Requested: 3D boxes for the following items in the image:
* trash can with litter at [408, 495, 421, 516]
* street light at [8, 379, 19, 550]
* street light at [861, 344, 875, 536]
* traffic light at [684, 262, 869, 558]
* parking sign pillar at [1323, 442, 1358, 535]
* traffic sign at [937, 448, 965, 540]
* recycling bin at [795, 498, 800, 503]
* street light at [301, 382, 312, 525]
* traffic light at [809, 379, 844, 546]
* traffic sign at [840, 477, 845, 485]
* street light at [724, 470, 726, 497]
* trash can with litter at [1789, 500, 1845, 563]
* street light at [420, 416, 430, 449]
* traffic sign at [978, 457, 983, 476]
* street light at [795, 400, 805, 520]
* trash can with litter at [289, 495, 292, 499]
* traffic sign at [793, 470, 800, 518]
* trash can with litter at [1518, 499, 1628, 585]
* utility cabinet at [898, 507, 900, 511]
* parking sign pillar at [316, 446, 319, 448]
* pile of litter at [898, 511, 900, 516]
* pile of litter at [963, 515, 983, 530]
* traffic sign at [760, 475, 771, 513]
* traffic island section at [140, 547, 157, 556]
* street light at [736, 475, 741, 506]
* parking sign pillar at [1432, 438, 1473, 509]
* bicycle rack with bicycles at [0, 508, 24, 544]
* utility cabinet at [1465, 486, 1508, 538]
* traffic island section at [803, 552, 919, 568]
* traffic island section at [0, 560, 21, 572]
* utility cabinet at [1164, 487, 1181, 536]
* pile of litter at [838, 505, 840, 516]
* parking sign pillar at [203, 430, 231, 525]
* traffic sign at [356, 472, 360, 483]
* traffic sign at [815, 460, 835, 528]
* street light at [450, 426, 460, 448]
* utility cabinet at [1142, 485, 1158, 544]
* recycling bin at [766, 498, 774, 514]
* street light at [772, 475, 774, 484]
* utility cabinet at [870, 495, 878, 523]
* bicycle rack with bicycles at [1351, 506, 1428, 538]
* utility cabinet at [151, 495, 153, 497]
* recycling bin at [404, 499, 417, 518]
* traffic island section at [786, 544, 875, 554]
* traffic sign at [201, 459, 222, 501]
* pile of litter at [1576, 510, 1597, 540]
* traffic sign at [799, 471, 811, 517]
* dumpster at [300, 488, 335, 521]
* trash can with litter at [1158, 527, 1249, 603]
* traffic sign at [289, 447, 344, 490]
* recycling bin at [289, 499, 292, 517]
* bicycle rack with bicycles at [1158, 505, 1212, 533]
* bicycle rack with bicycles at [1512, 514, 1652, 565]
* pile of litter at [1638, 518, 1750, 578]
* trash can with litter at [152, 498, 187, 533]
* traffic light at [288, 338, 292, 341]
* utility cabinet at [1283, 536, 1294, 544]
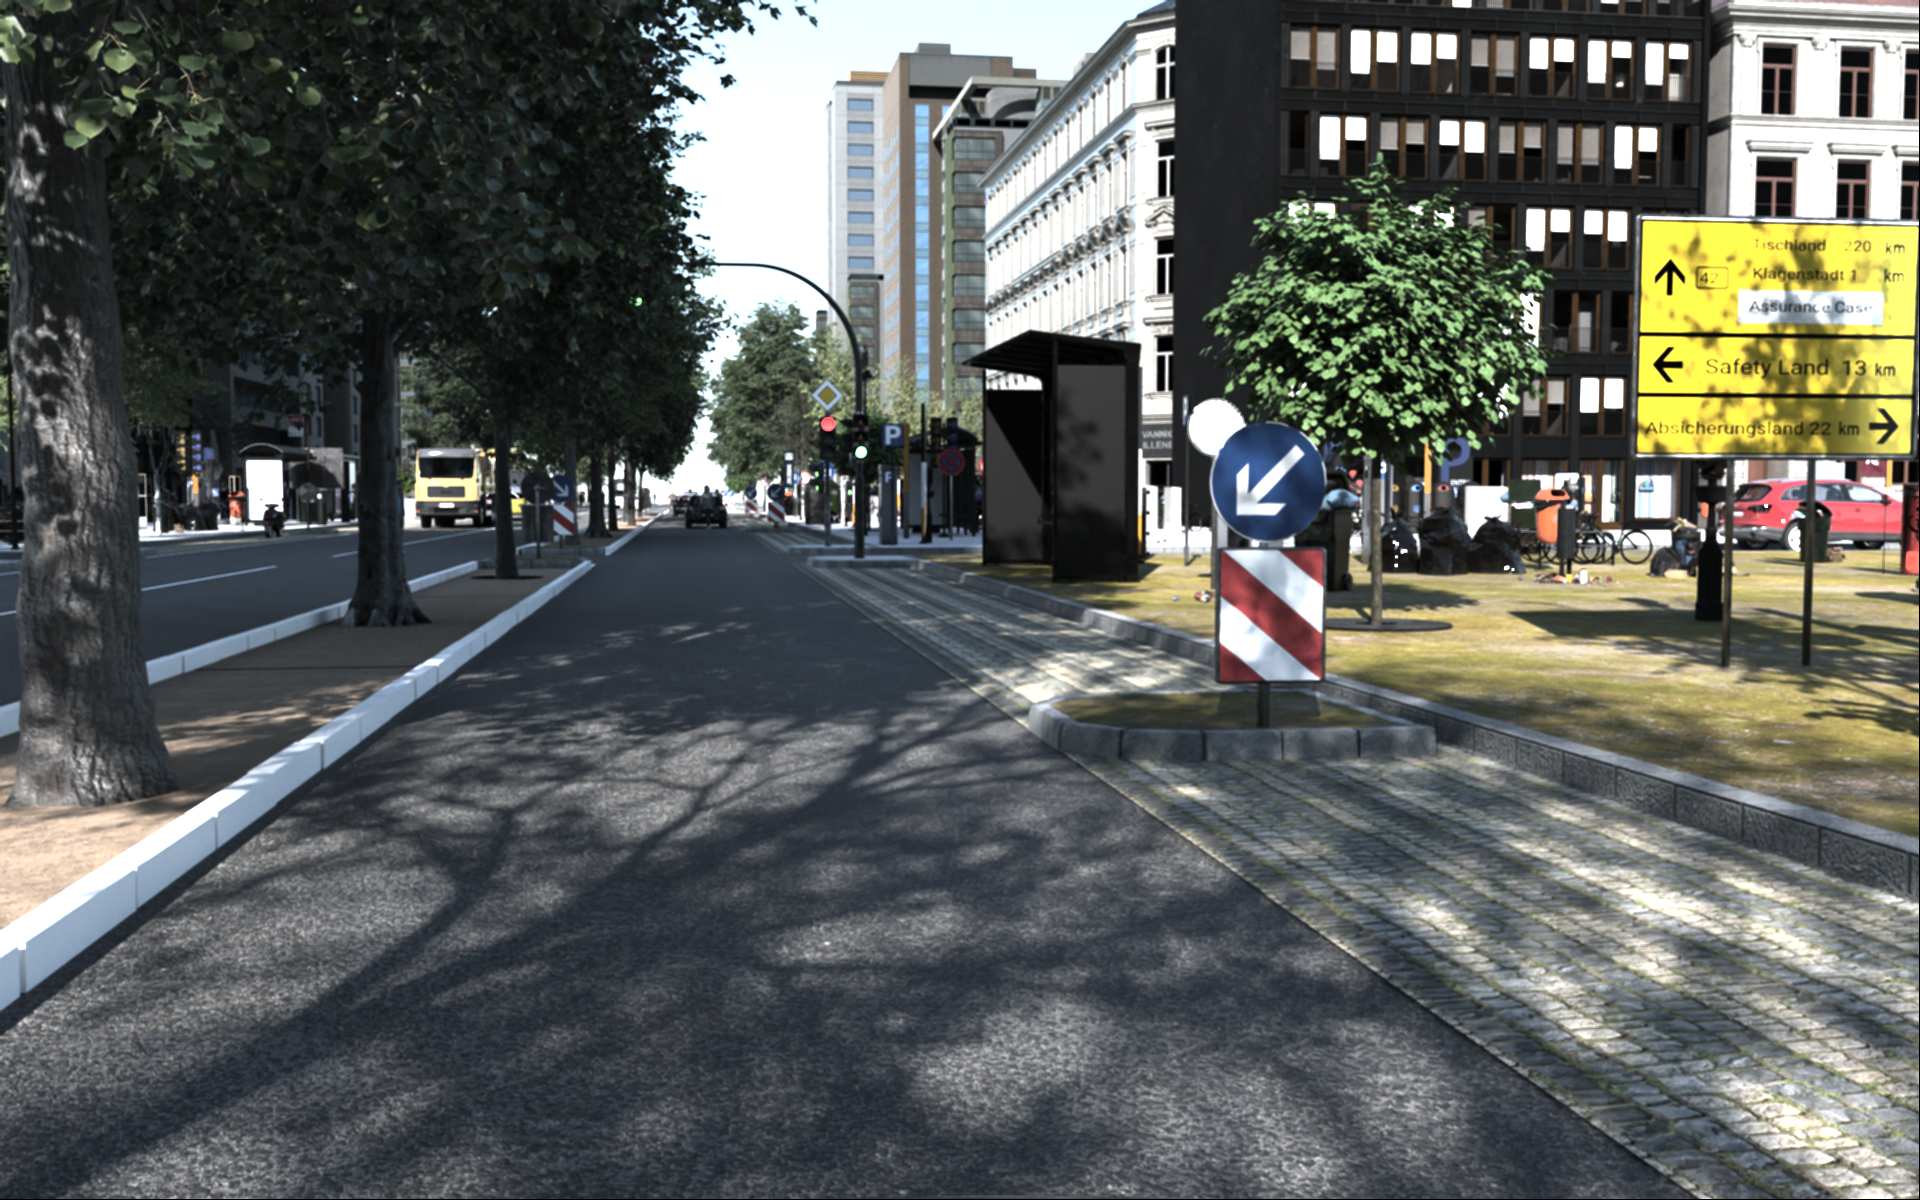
[{"bbox_3d":[-32.179,-5.467,100.446,2.233,1.210,1.678,-2,4,-33],"label":"trash can with litter"},{"bbox_3d":[-21.870,-4.106,39.918,0.468,5.910,1.993,-1,4,-9],"label":"street light"},{"bbox_3d":[-2.922,-4.928,53.360,0.468,5.910,1.993,-1,4,-9],"label":"street light"},{"bbox_3d":[-4.093,-3.634,34.080,4.771,5.953,1.251,-1,4,-9],"label":"traffic light"},{"bbox_3d":[11.780,-4.031,54.378,1.447,3.967,1.447,0,4,-3],"label":"parking sign pillar"},{"bbox_3d":[-0.244,-2.937,48.127,0.768,2.556,0.104,0,4,-2],"label":"traffic sign"},{"bbox_3d":[-10.672,-6.220,114.259,0.722,1.027,0.722,-2,4,-29],"label":"recycling bin"},{"bbox_3d":[-26.850,-6.026,71.320,0.468,5.910,1.993,-1,4,-9],"label":"street light"},{"bbox_3d":[-3.264,-3.273,42.431,0.839,4.253,0.868,-1,4,-9],"label":"traffic light"},{"bbox_3d":[-6.737,-6.348,103.797,0.884,2.594,0.081,0,4,-5],"label":"traffic sign"},{"bbox_3d":[-37.179,-18.448,274.414,0.468,5.910,1.993,-1,4,-9],"label":"street light"},{"bbox_3d":[16.168,-1.298,32.615,1.055,1.170,0.624,-2,4,-34],"label":"trash can with litter"},{"bbox_3d":[-31.703,-7.948,102.741,0.468,5.910,1.993,-1,4,-9],"label":"street light"},{"bbox_3d":[0.965,-3.433,56.236,0.768,2.556,0.104,0,4,1],"label":"traffic sign"},{"bbox_3d":[-7.811,-6.854,84.843,0.468,5.910,1.993,-1,4,-9],"label":"street light"},{"bbox_3d":[-40.984,-5.864,106.925,1.678,1.210,2.233,1,4,16],"label":"trash can with litter"},{"bbox_3d":[-8.790,-5.611,91.840,0.768,2.556,0.104,0,4,-8],"label":"traffic sign"},{"bbox_3d":[9.121,-0.884,25.512,1.678,1.210,2.233,2,4,31],"label":"trash can with litter"},{"bbox_3d":[-4.387,-6.217,110.326,1.173,1.500,0.318,1,4,13],"label":"utility cabinet"},{"bbox_3d":[-35.905,-6.630,96.867,1.447,3.967,1.447,-2,4,-35],"label":"parking sign pillar"},{"bbox_3d":[-3.304,-5.418,102.552,1.719,0.858,1.176,2,4,27],"label":"pile of litter"},{"bbox_3d":[0.807,-2.949,62.173,1.176,0.858,1.719,-2,4,-24],"label":"pile of litter"},{"bbox_3d":[-13.192,-7.186,117.597,0.768,2.556,0.104,0,4,-7],"label":"traffic sign"},{"bbox_3d":[-19.866,-1.083,39.983,2.009,0.180,2.903,-1,4,-9],"label":"traffic island section"},{"bbox_3d":[-27.116,-14.517,210.138,0.468,5.910,1.993,-1,4,-9],"label":"street light"},{"bbox_3d":[16.653,-4.285,58.524,1.447,3.967,1.447,-1,4,-13],"label":"parking sign pillar"},{"bbox_3d":[-24.849,-1.910,44.605,2.925,0.926,2.852,-1,4,-14],"label":"bicycle rack with bicycles"},{"bbox_3d":[15.163,-2.520,49.889,1.173,1.500,0.318,-1,4,-8],"label":"utility cabinet"},{"bbox_3d":[-1.998,-0.757,34.660,2.009,0.180,2.903,-1,4,-9],"label":"traffic island section"},{"bbox_3d":[-18.642,-0.600,32.092,2.009,0.180,2.903,-1,4,-9],"label":"traffic island section"},{"bbox_3d":[6.542,-2.726,53.246,0.318,1.500,1.173,0,4,-5],"label":"utility cabinet"},{"bbox_3d":[-5.844,-4.685,90.566,1.176,0.858,1.719,1,4,15],"label":"pile of litter"},{"bbox_3d":[-31.200,-5.124,72.244,1.447,3.967,1.447,-2,4,-30],"label":"parking sign pillar"},{"bbox_3d":[-33.741,-5.982,97.919,0.768,2.556,0.104,0,4,-4],"label":"traffic sign"},{"bbox_3d":[-5.104,-4.001,65.514,0.768,2.556,0.104,0,4,-6],"label":"traffic sign"},{"bbox_3d":[-33.748,-8.743,115.743,0.468,5.910,1.993,-1,4,-9],"label":"street light"},{"bbox_3d":[4.475,-2.158,43.970,1.173,1.500,0.318,-2,4,-32],"label":"utility cabinet"},{"bbox_3d":[-12.308,-6.215,114.168,0.722,1.027,0.722,-3,5,-44],"label":"recycling bin"},{"bbox_3d":[-12.563,-8.776,116.281,0.468,5.910,1.993,-1,4,-9],"label":"street light"},{"bbox_3d":[-3.964,-4.100,78.199,0.306,1.237,1.020,-1,4,-18],"label":"utility cabinet"},{"bbox_3d":[12.260,-2.294,50.882,2.925,0.926,2.852,3,5,43],"label":"bicycle rack with bicycles"},{"bbox_3d":[-39.376,-4.489,84.555,0.306,1.237,1.020,-3,4,-39],"label":"utility cabinet"},{"bbox_3d":[-30.329,-5.051,95.130,0.722,1.027,0.722,-3,4,-38],"label":"recycling bin"},{"bbox_3d":[-3.223,-1.240,42.551,2.009,0.180,2.903,-1,4,-9],"label":"traffic island section"},{"bbox_3d":[-27.417,-3.875,63.468,0.768,2.556,0.104,0,4,-7],"label":"traffic sign"},{"bbox_3d":[17.251,-2.121,48.646,1.719,0.858,1.176,-3,4,-38],"label":"pile of litter"},{"bbox_3d":[-8.628,-5.878,96.206,0.768,2.556,0.104,0,4,-2],"label":"traffic sign"},{"bbox_3d":[-29.863,-4.570,80.476,1.264,1.857,1.865,-1,4,-9],"label":"dumpster"},{"bbox_3d":[3.385,-0.602,20.896,1.678,1.210,2.233,0,4,-2],"label":"trash can with litter"},{"bbox_3d":[-28.146,-5.007,75.733,2.265,3.308,0.079,-1,4,-8],"label":"traffic sign"},{"bbox_3d":[-37.788,-5.189,97.390,0.722,1.027,0.722,2,4,24],"label":"recycling bin"},{"bbox_3d":[7.664,-2.735,58.095,2.852,0.926,2.925,-2,4,-32],"label":"bicycle rack with bicycles"},{"bbox_3d":[11.257,-1.143,32.067,2.925,0.926,2.852,1,4,16],"label":"bicycle rack with bicycles"},{"bbox_3d":[11.537,-0.798,27.010,1.719,0.858,1.176,0,4,-3],"label":"pile of litter"},{"bbox_3d":[-26.004,-2.788,56.964,1.055,1.170,0.624,-1,4,-20],"label":"trash can with litter"},{"bbox_3d":[-17.772,-4.009,40.208,4.771,5.953,1.251,-1,4,-9],"label":"traffic light"},{"bbox_3d":[8.240,-2.164,44.068,1.173,1.500,0.318,-3,5,-44],"label":"utility cabinet"}]
